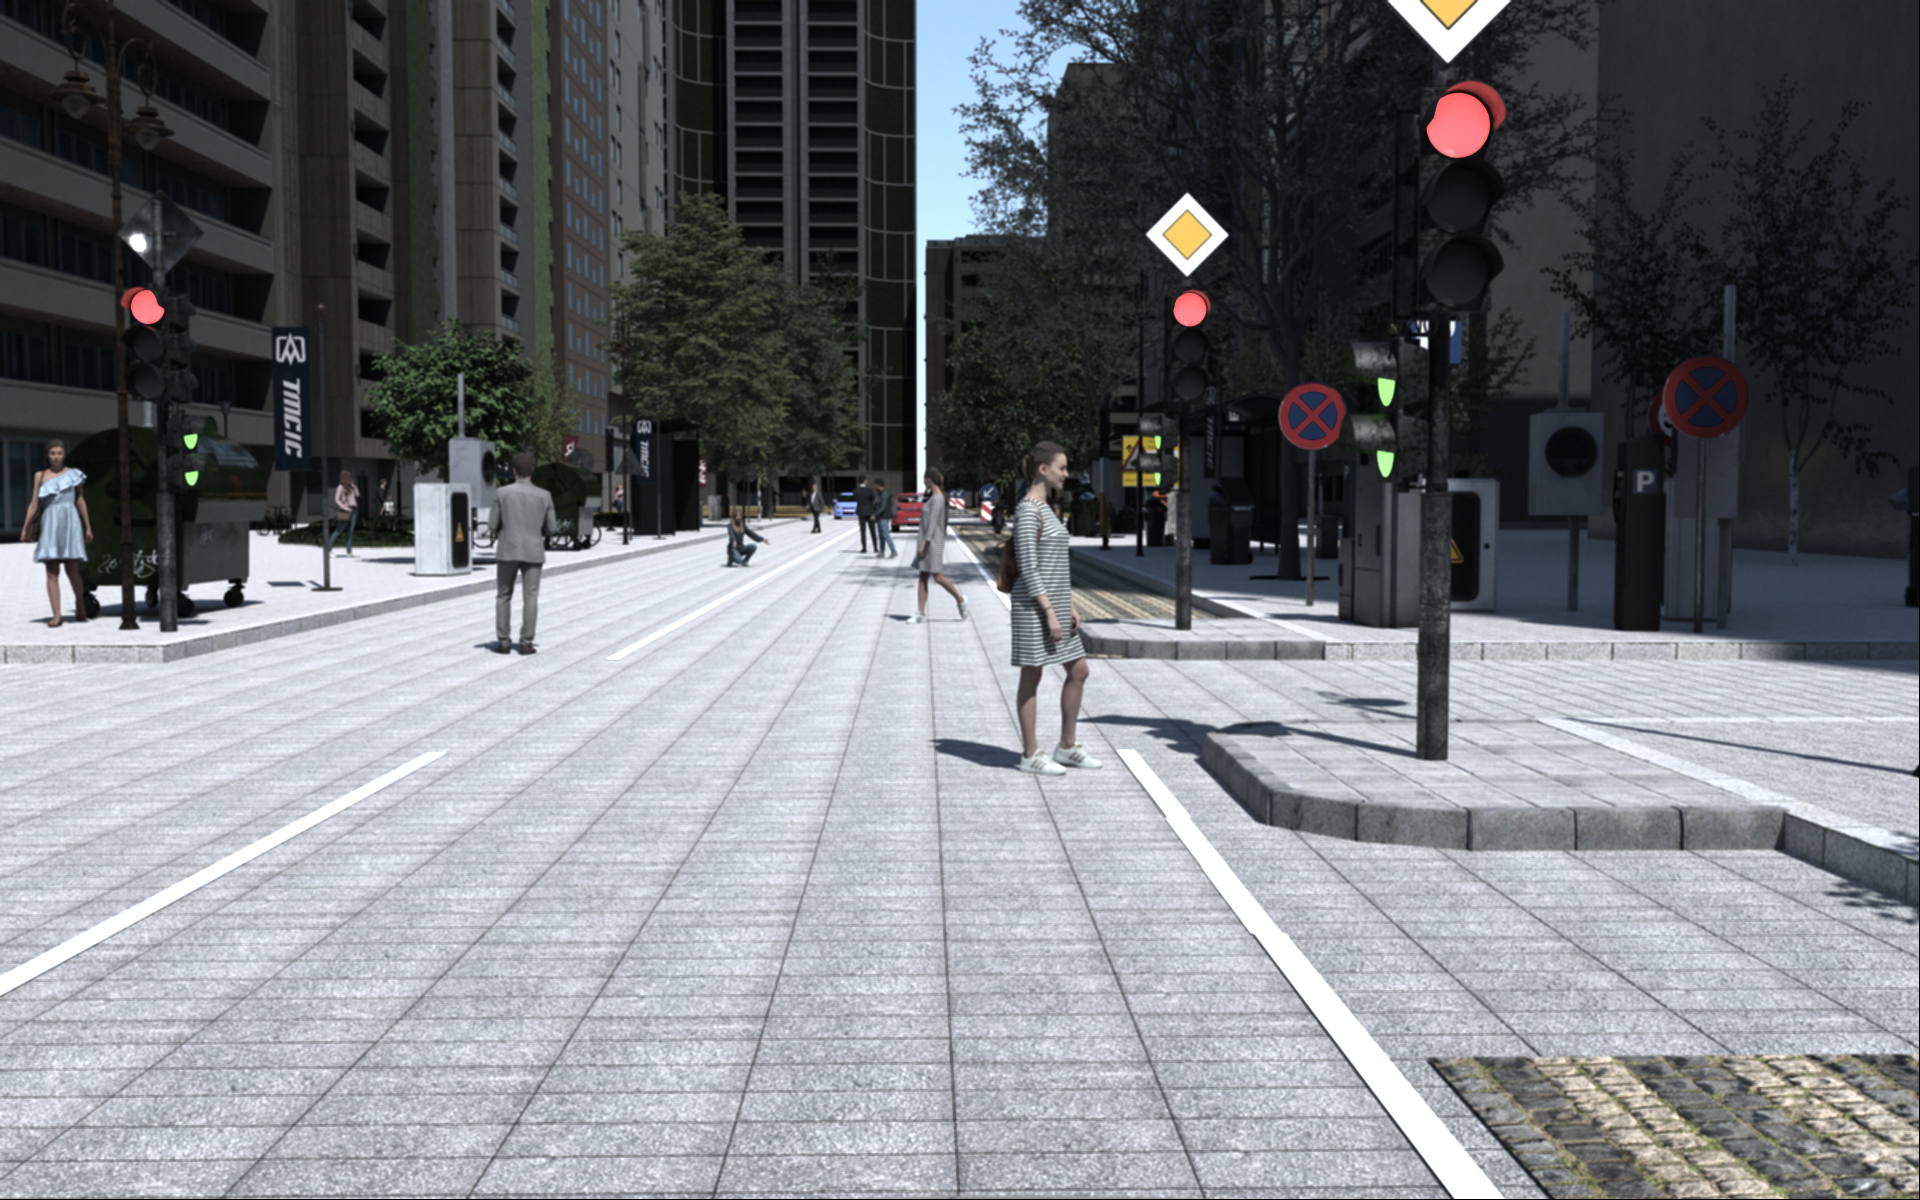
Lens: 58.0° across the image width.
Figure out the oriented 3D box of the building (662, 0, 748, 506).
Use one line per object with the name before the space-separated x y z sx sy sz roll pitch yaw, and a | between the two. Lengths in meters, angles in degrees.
building | -35.839 -46.330 195.749 20.611 71.187 20.563 0 4 -1

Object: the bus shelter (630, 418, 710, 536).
bus shelter | -9.369 -3.978 56.329 1.731 3.624 6.357 0 4 -1

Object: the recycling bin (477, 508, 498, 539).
recycling bin | -13.383 -2.255 49.423 0.722 1.027 0.722 -1 4 -9

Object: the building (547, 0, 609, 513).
building | -31.137 -28.237 111.778 14.600 45.320 14.200 0 4 -1

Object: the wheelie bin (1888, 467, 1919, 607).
wheelie bin | 11.121 -0.724 19.749 0.980 1.594 0.693 2 4 25

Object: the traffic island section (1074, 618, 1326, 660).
traffic island section | 2.134 0.361 16.382 2.009 0.180 2.903 0 4 -1

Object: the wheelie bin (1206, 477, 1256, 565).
wheelie bin | 4.909 -1.452 31.643 0.980 1.594 0.693 -2 4 -35

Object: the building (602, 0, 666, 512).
building | -38.468 -33.539 137.596 27.495 52.752 28.713 0 4 -1

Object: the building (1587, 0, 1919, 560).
building | 35.233 -14.387 39.739 34.151 26.468 19.350 0 4 -1

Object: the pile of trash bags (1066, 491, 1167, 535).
pile of trash bags | 5.201 -2.811 55.718 3.447 1.369 1.912 -2 4 -25

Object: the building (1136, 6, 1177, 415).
building | 29.214 -33.618 138.888 28.713 52.752 27.495 0 4 -1

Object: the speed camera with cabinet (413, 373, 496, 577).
speed camera with cabinet | -8.083 -2.046 27.790 0.660 3.252 2.038 0 4 7

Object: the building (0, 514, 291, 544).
building | -34.496 -26.081 50.124 21.300 48.544 21.600 0 4 -1

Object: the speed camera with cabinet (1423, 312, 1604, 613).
speed camera with cabinet | 5.874 -1.499 18.845 2.038 3.252 0.660 0 4 8

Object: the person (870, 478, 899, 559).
person | -1.701 -1.793 38.162 0.721 1.781 0.623 -1 4 -19

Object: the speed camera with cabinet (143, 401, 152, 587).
speed camera with cabinet | -11.427 -1.858 24.715 0.660 3.252 2.038 0 4 0

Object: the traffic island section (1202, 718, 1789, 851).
traffic island section | 2.311 0.849 8.399 2.009 0.180 2.903 0 4 -1

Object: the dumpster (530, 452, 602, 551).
dumpster | -9.109 -2.267 39.558 1.502 2.255 1.985 0 4 -1

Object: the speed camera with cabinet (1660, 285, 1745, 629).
speed camera with cabinet | 7.350 -1.400 17.226 0.660 3.252 2.038 1 4 19

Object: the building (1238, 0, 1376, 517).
building | 23.711 -25.662 103.172 14.154 41.232 14.086 0 4 -1

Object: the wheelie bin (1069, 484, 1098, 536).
wheelie bin | 3.781 -2.751 52.884 0.693 1.594 0.980 -3 4 -38

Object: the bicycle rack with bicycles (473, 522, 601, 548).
bicycle rack with bicycles | -10.201 -1.759 42.146 2.925 0.926 2.852 0 4 -3

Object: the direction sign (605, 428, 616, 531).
direction sign | -12.161 -4.171 60.195 0.379 3.537 0.876 -2 4 -28

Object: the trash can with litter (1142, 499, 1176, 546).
trash can with litter | 4.892 -1.906 42.552 0.624 1.170 1.055 3 4 38

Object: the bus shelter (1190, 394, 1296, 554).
bus shelter | 6.019 -2.680 37.734 2.014 3.302 5.546 0 4 -1

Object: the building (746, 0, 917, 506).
building | -15.262 -46.436 197.480 20.611 71.187 20.563 0 4 -1

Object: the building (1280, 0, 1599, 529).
building | 24.087 -15.775 76.985 14.314 24.678 30.058 0 4 -1

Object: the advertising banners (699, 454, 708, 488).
advertising banners | -11.908 -4.831 75.170 2.074 3.025 0.090 -1 4 -17

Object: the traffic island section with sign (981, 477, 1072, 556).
traffic island section with sign | 1.590 -1.979 40.987 1.989 1.847 2.006 0 4 -1

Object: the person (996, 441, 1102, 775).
person | 0.430 0.037 8.893 0.522 1.701 0.512 1 4 19

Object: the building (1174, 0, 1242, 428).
building | 22.612 -28.603 117.777 14.600 45.320 14.200 0 4 -1

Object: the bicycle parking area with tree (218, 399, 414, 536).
bicycle parking area with tree | -19.608 -3.989 52.215 8.231 4.147 9.016 1 4 13

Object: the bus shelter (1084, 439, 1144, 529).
bus shelter | 5.993 -4.416 66.131 2.014 3.302 5.546 0 4 -1

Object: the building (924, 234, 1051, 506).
building | 2.990 -25.923 195.538 14.107 30.474 14.160 0 4 -1

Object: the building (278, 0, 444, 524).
building | -32.013 -18.645 76.542 14.160 30.474 14.107 0 4 -1

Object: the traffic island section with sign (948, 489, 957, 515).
traffic island section with sign | -0.123 -6.696 118.112 1.989 1.847 2.006 0 4 -1

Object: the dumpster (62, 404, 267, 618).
dumpster | -8.579 -0.990 18.675 1.502 2.255 1.985 0 4 -1

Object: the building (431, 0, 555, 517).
building | -31.496 -25.318 97.540 14.154 41.232 14.086 0 4 -1

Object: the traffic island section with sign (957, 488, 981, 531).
traffic island section with sign | 0.986 -3.627 67.936 1.989 1.847 2.006 0 4 -1

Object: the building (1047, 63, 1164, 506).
building | 20.761 -35.184 198.953 21.600 48.544 21.300 0 4 -1

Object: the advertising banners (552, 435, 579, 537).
advertising banners | -12.252 -3.371 51.311 2.074 3.025 0.090 -2 4 -32
